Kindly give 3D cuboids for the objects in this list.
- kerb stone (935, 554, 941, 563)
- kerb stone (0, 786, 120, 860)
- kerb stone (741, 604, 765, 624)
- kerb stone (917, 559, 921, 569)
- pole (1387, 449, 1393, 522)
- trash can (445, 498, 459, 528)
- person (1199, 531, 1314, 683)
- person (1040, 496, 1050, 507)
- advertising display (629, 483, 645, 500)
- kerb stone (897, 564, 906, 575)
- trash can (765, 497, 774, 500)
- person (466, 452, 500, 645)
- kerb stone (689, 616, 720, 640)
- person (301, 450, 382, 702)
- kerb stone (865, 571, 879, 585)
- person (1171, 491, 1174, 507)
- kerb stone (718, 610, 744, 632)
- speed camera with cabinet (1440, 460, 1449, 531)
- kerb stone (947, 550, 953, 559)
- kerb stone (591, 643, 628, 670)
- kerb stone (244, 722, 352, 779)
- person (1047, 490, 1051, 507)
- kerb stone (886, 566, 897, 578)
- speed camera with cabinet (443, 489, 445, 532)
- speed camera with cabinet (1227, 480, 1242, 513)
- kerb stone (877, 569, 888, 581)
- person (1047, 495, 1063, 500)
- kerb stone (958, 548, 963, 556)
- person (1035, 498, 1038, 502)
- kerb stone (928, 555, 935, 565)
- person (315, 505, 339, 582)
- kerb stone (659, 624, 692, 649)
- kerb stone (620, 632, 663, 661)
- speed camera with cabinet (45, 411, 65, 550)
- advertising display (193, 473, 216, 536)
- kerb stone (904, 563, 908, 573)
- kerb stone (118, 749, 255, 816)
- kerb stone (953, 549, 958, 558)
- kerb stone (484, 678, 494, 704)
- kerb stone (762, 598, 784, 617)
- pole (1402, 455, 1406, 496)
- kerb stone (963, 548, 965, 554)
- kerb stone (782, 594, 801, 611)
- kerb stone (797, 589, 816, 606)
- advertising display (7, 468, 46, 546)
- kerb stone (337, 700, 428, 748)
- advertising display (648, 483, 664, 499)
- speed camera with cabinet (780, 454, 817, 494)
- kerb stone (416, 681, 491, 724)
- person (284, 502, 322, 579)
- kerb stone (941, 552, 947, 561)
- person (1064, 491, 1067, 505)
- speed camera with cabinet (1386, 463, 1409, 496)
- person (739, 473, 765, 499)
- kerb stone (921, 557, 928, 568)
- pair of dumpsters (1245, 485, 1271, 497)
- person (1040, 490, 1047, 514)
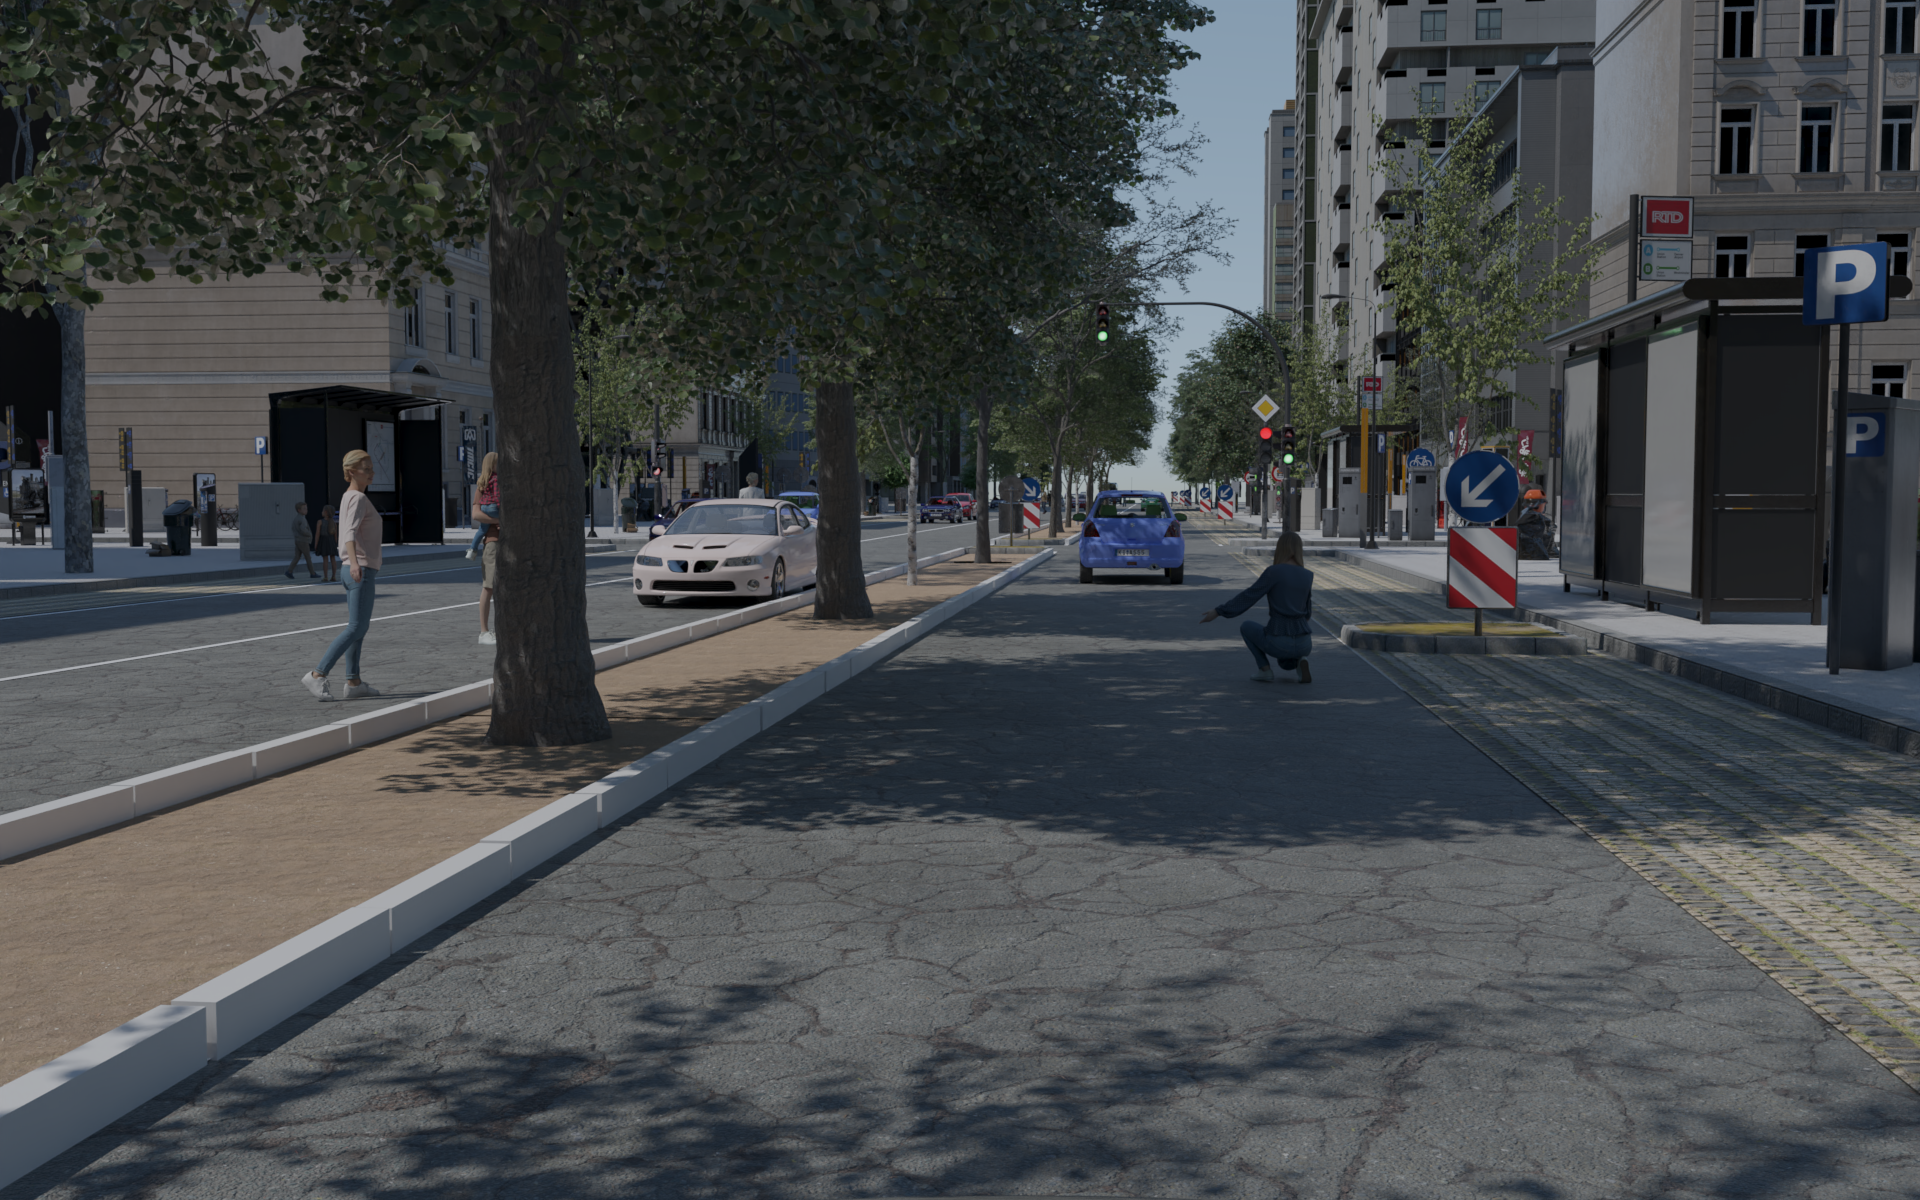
[{"bbox_3d":[-0.560,-0.824,35.668,0.120,0.150,1.000,0,4,6],"label":"kerb stone"},{"bbox_3d":[-3.744,0.922,7.115,0.120,0.150,1.000,0,4,6],"label":"kerb stone"},{"bbox_3d":[-2.373,0.177,19.343,0.120,0.150,1.000,0,4,6],"label":"kerb stone"},{"bbox_3d":[-0.903,-0.635,32.611,0.120,0.150,1.000,0,4,6],"label":"kerb stone"},{"bbox_3d":[19.474,-5.173,78.423,0.158,3.312,0.155,0,3,0],"label":"pole"},{"bbox_3d":[-19.182,-3.263,65.011,0.748,1.137,0.748,0,3,0],"label":"trash can"},{"bbox_3d":[2.359,0.041,13.322,1.012,1.151,0.738,-1,4,-11],"label":"person"},{"bbox_3d":[9.306,-11.044,189.772,1.217,1.736,0.721,-2,4,-30],"label":"person"},{"bbox_3d":[-18.965,-5.912,101.870,0.974,1.923,0.123,1,4,12],"label":"advertising display"},{"bbox_3d":[-1.133,-0.510,30.564,0.120,0.150,1.000,0,4,6],"label":"kerb stone"},{"bbox_3d":[-10.148,-4.878,91.410,0.748,1.137,0.748,0,3,0],"label":"trash can"},{"bbox_3d":[-4.426,-0.495,16.568,0.573,1.828,0.580,-1,4,-11],"label":"person"},{"bbox_3d":[-2.609,0.299,17.312,0.120,0.150,1.000,0,4,6],"label":"kerb stone"},{"bbox_3d":[-4.294,-0.177,12.071,0.598,1.740,0.731,-3,4,-38],"label":"person"},{"bbox_3d":[-1.471,-0.322,27.498,0.120,0.150,1.000,0,4,6],"label":"kerb stone"},{"bbox_3d":[22.966,-10.871,186.944,0.721,1.736,1.217,1,4,11],"label":"person"},{"bbox_3d":[-2.490,0.243,18.328,0.120,0.150,1.000,0,4,6],"label":"kerb stone"},{"bbox_3d":[17.322,-3.948,58.882,0.660,3.252,2.038,-2,4,-35],"label":"speed camera with cabinet"},{"bbox_3d":[-0.331,-0.943,37.705,0.120,0.150,1.000,0,4,6],"label":"kerb stone"},{"bbox_3d":[-2.961,0.490,14.251,0.120,0.150,1.000,0,4,6],"label":"kerb stone"},{"bbox_3d":[-3.516,0.801,9.147,0.120,0.150,1.000,0,4,6],"label":"kerb stone"},{"bbox_3d":[9.954,-11.200,191.254,1.348,1.869,0.705,-1,4,-12],"label":"person"},{"bbox_3d":[-1.243,-0.449,29.530,0.120,0.150,1.000,0,4,6],"label":"kerb stone"},{"bbox_3d":[-17.883,-3.836,57.052,0.660,3.252,2.038,2,4,24],"label":"speed camera with cabinet"},{"bbox_3d":[18.522,-7.494,116.866,0.660,3.252,2.038,1,4,21],"label":"speed camera with cabinet"},{"bbox_3d":[-1.367,-0.384,28.515,0.120,0.150,1.000,0,4,6],"label":"kerb stone"},{"bbox_3d":[7.678,-8.030,139.819,1.348,1.821,0.705,0,4,6],"label":"person"},{"bbox_3d":[-0.096,-1.074,39.752,0.120,0.150,1.000,0,4,6],"label":"kerb stone"},{"bbox_3d":[6.641,-8.555,151.632,0.557,1.426,1.065,1,4,17],"label":"person"},{"bbox_3d":[-0.670,-0.762,34.652,0.120,0.150,1.000,0,4,6],"label":"kerb stone"},{"bbox_3d":[-10.329,-0.921,28.221,0.362,1.253,0.373,-3,5,-41],"label":"person"},{"bbox_3d":[-2.734,0.362,16.291,0.120,0.150,1.000,0,4,6],"label":"kerb stone"},{"bbox_3d":[-2.839,0.423,15.274,0.120,0.150,1.000,0,4,6],"label":"kerb stone"},{"bbox_3d":[-21.137,-2.841,40.786,0.660,3.252,2.038,-2,4,-29],"label":"speed camera with cabinet"},{"bbox_3d":[-23.008,-2.910,52.785,0.123,1.923,0.974,1,4,11],"label":"advertising display"},{"bbox_3d":[-1.012,-0.574,31.579,0.120,0.150,1.000,0,4,6],"label":"kerb stone"},{"bbox_3d":[-3.637,0.860,8.132,0.120,0.150,1.000,0,4,6],"label":"kerb stone"},{"bbox_3d":[-0.213,-1.012,38.736,0.120,0.150,1.000,0,4,6],"label":"kerb stone"},{"bbox_3d":[-3.180,0.610,12.218,0.120,0.150,1.000,0,4,6],"label":"kerb stone"},{"bbox_3d":[-2.264,0.116,20.360,0.120,0.150,1.000,0,4,6],"label":"kerb stone"},{"bbox_3d":[23.090,-5.886,90.086,0.158,3.312,0.155,0,3,0],"label":"pole"},{"bbox_3d":[0.012,-1.136,40.769,0.120,0.150,1.000,0,4,6],"label":"kerb stone"},{"bbox_3d":[-2.150,0.058,21.376,0.120,0.150,1.000,0,4,6],"label":"kerb stone"},{"bbox_3d":[-2.034,-0.012,22.391,0.120,0.150,1.000,0,4,6],"label":"kerb stone"},{"bbox_3d":[-23.284,-2.325,43.229,0.123,1.923,0.974,1,4,22],"label":"advertising display"},{"bbox_3d":[-3.405,0.735,10.173,0.120,0.150,1.000,0,4,6],"label":"kerb stone"},{"bbox_3d":[-17.876,-5.912,101.870,0.974,1.923,0.123,-1,4,-11],"label":"advertising display"},{"bbox_3d":[-7.968,-5.577,85.516,0.660,3.252,2.038,3,5,41],"label":"speed camera with cabinet"},{"bbox_3d":[-3.295,0.673,11.200,0.120,0.150,1.000,0,4,6],"label":"kerb stone"},{"bbox_3d":[-11.123,-1.007,29.235,0.475,1.303,0.640,2,4,35],"label":"person"},{"bbox_3d":[-0.442,-0.885,36.688,0.120,0.150,1.000,0,4,6],"label":"kerb stone"},{"bbox_3d":[14.175,-13.543,229.798,0.709,1.838,0.599,0,4,5],"label":"person"},{"bbox_3d":[26.473,-6.799,105.495,2.038,3.252,0.660,1,4,12],"label":"speed camera with cabinet"},{"bbox_3d":[-3.930,-1.507,33.013,0.514,1.842,0.818,-2,4,-24],"label":"person"},{"bbox_3d":[-0.790,-0.699,33.627,0.120,0.150,1.000,0,4,6],"label":"kerb stone"},{"bbox_3d":[20.455,-7.109,118.729,1.574,2.255,4.437,0,4,7],"label":"pair of dumpsters"},{"bbox_3d":[5.998,-7.068,123.972,0.656,1.842,0.836,2,4,26],"label":"person"}]
